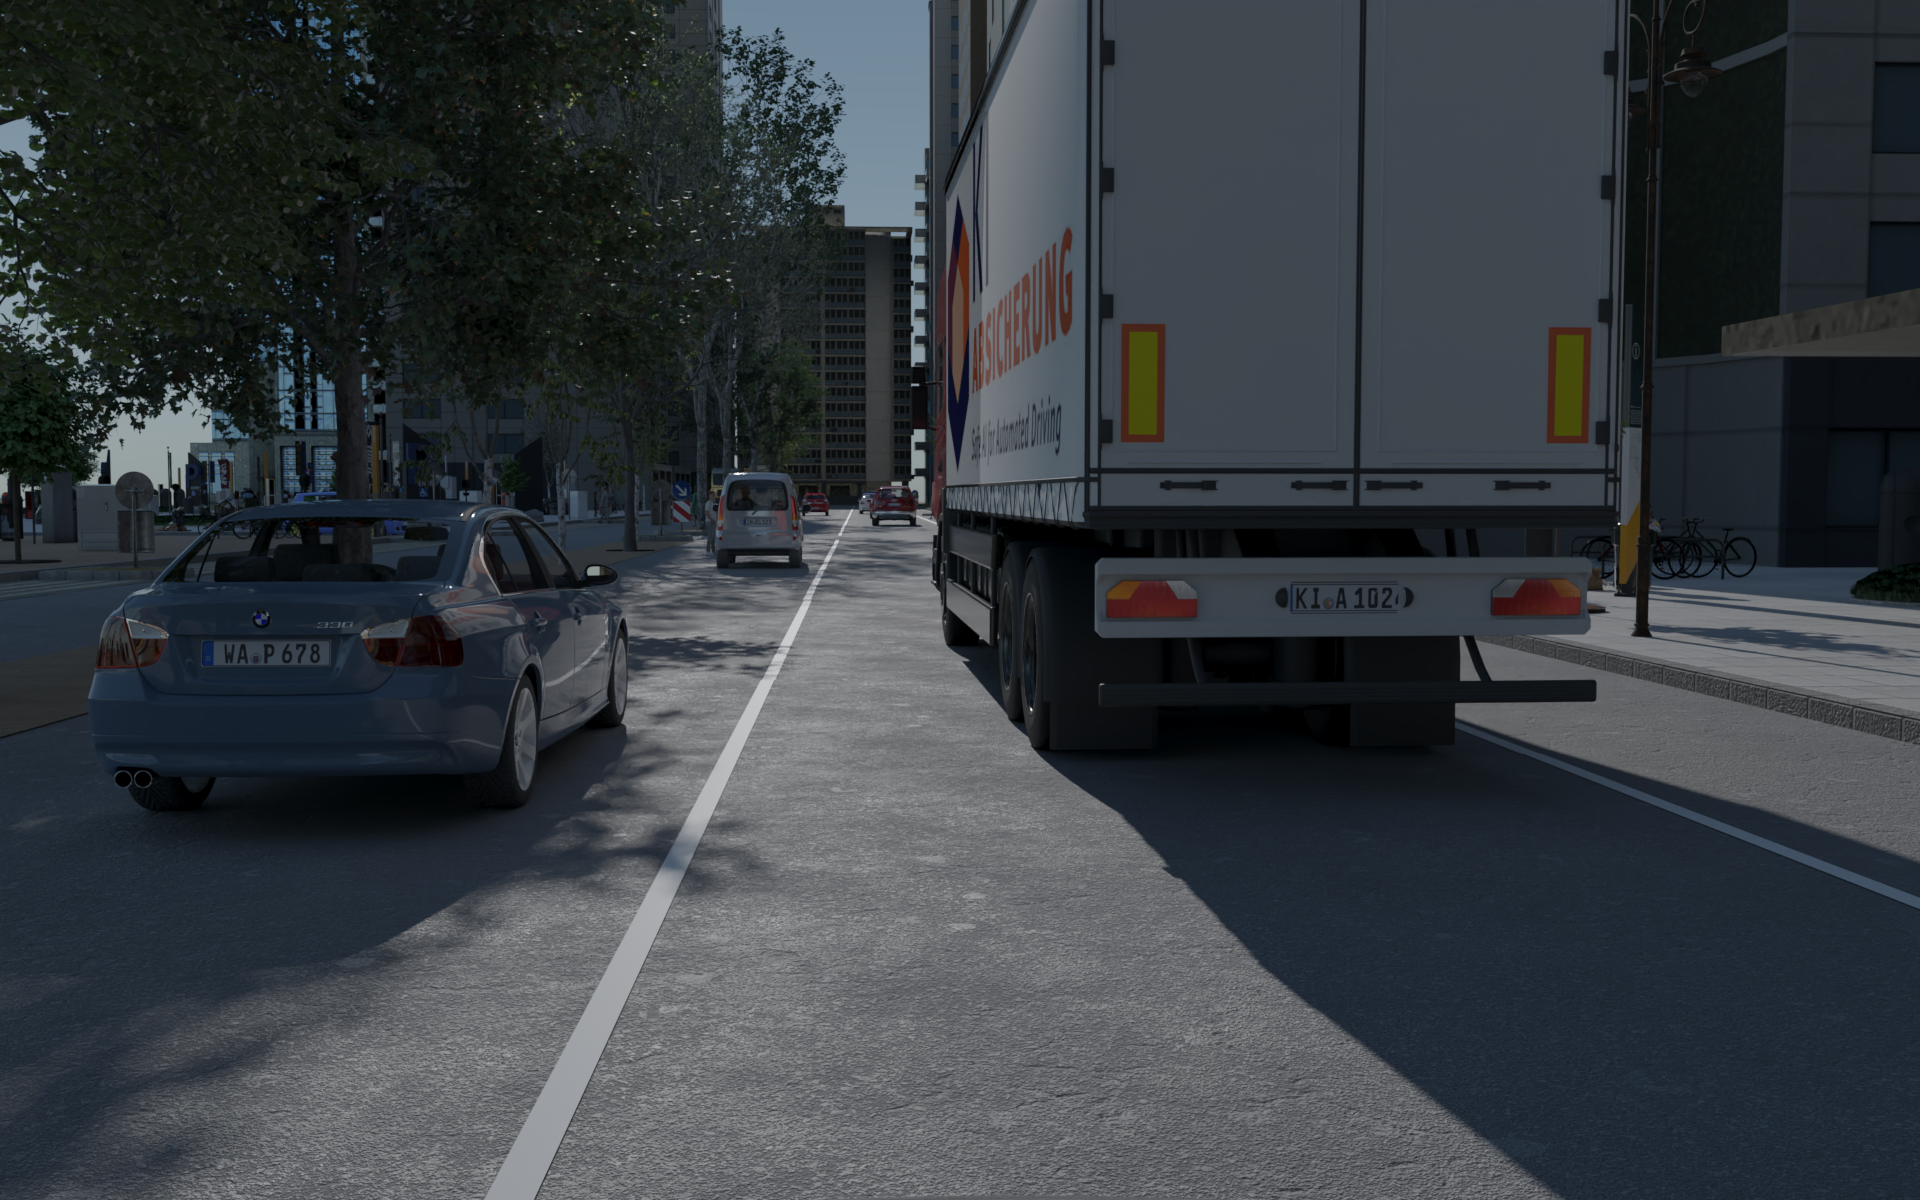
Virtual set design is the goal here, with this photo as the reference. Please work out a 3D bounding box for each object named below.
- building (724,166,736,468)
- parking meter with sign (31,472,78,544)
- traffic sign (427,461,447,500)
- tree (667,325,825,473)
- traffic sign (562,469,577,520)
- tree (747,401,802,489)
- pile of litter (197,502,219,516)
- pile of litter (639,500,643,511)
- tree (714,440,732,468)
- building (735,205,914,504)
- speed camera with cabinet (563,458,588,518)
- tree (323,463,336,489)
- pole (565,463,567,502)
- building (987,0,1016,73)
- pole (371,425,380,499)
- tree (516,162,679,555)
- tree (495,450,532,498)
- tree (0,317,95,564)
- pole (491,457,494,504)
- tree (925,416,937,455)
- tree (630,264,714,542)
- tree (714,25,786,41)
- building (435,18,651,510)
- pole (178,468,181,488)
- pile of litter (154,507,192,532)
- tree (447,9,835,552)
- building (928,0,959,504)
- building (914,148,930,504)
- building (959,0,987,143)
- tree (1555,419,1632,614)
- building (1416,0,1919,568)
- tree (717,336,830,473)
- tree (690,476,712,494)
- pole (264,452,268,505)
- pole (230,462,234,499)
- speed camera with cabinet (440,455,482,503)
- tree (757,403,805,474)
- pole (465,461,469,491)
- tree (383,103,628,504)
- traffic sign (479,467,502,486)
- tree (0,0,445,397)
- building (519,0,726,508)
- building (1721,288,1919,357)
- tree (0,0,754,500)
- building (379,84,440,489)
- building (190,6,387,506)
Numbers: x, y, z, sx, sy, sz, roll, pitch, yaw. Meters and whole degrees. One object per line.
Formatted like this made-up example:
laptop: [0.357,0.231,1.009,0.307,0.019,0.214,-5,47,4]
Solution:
building: [-36.918,-35.203,225.685,14.200,45.320,14.600,0,4,-3]
parking meter with sign: [-23.570,-2.995,45.236,0.543,3.016,1.738,1,4,16]
traffic sign: [-15.858,-2.973,52.247,0.795,2.450,0.064,0,4,-3]
tree: [-11.150,-9.351,89.766,8.767,10.594,7.601,0,4,-3]
traffic sign: [-19.543,-5.290,86.605,0.768,2.556,0.104,0,4,3]
tree: [-13.253,-10.452,123.704,4.737,8.622,4.395,0,3,0]
pile of litter: [-31.688,-3.611,73.004,1.719,0.858,1.176,2,4,33]
pile of litter: [-24.371,-7.111,130.226,1.176,0.858,1.719,-1,4,-13]
tree: [-26.472,-14.465,186.868,4.360,8.622,3.978,0,3,0]
building: [-18.345,-33.247,235.464,23.993,40.220,32.217,0,4,-3]
speed camera with cabinet: [-20.646,-6.015,92.686,0.660,3.252,2.038,-3,4,-39]
tree: [-32.835,-5.921,91.404,1.663,3.219,1.824,0,3,0]
pole: [-26.041,-7.373,114.395,0.158,3.312,0.155,0,3,0]
building: [15.873,-31.273,100.558,28.713,52.752,27.495,0,4,-3]
pole: [-17.349,-3.524,51.459,0.158,3.312,0.155,0,3,0]
tree: [-7.928,-4.982,34.276,4.737,8.622,4.395,0,3,0]
tree: [-19.842,-5.031,76.857,1.663,3.219,1.824,0,3,0]
tree: [-17.548,-2.973,32.317,4.285,4.588,4.351,0,3,0]
pole: [-24.314,-5.879,89.969,0.158,3.312,0.155,0,3,0]
tree: [-0.715,-11.664,141.076,4.737,8.622,4.395,0,3,0]
tree: [-9.541,-6.001,50.937,4.360,8.622,3.978,0,3,0]
tree: [-11.087,-12.713,66.203,12.611,20.169,13.585,0,3,0]
building: [-36.509,-44.378,163.834,20.563,71.187,20.611,0,4,-3]
pole: [-60.017,-8.524,133.206,0.158,3.312,0.155,0,3,0]
pile of litter: [-27.079,-2.785,59.492,1.176,0.858,1.719,-2,4,-32]
tree: [-8.174,-7.936,42.584,12.009,13.543,11.850,0,3,0]
building: [7.015,-40.061,196.994,21.231,58.520,28.212,0,4,-3]
building: [9.050,-37.517,233.009,30.456,49.044,23.786,0,4,-3]
building: [7.201,-29.298,129.128,14.600,45.320,14.200,0,4,-3]
tree: [6.677,-1.493,19.008,1.663,3.219,1.824,0,3,0]
building: [15.430,-36.698,38.260,20.563,71.187,20.611,0,4,-3]
tree: [-12.107,-11.209,111.476,9.928,11.665,9.643,0,3,0]
tree: [-24.466,-10.214,161.606,1.663,3.219,1.824,0,3,0]
pole: [-33.756,-5.534,84.316,0.158,3.312,0.155,0,3,0]
pole: [-47.800,-7.300,113.204,0.158,3.312,0.155,0,3,0]
speed camera with cabinet: [-25.373,-5.732,88.056,2.038,3.252,0.660,0,4,8]
tree: [-12.604,-10.151,118.781,4.360,8.622,3.978,0,3,0]
pole: [-30.460,-6.922,107.024,0.158,3.312,0.155,0,3,0]
tree: [-7.974,-4.666,29.114,4.360,8.622,3.978,0,3,0]
traffic sign: [-16.318,-3.460,60.218,0.795,2.450,0.064,0,4,-3]
tree: [-7.122,-5.584,11.890,7.486,12.596,7.792,0,3,0]
building: [-37.959,-46.464,197.939,20.611,71.187,20.563,0,4,-3]
building: [19.350,-21.299,2.863,22.147,44.769,28.867,0,4,-3]
tree: [-7.510,-6.220,21.163,9.611,12.733,9.660,0,3,0]
building: [-34.922,-43.123,143.319,20.563,71.187,20.611,0,4,-3]
building: [-81.282,-55.862,226.008,31.000,86.520,22.319,0,4,-3]
